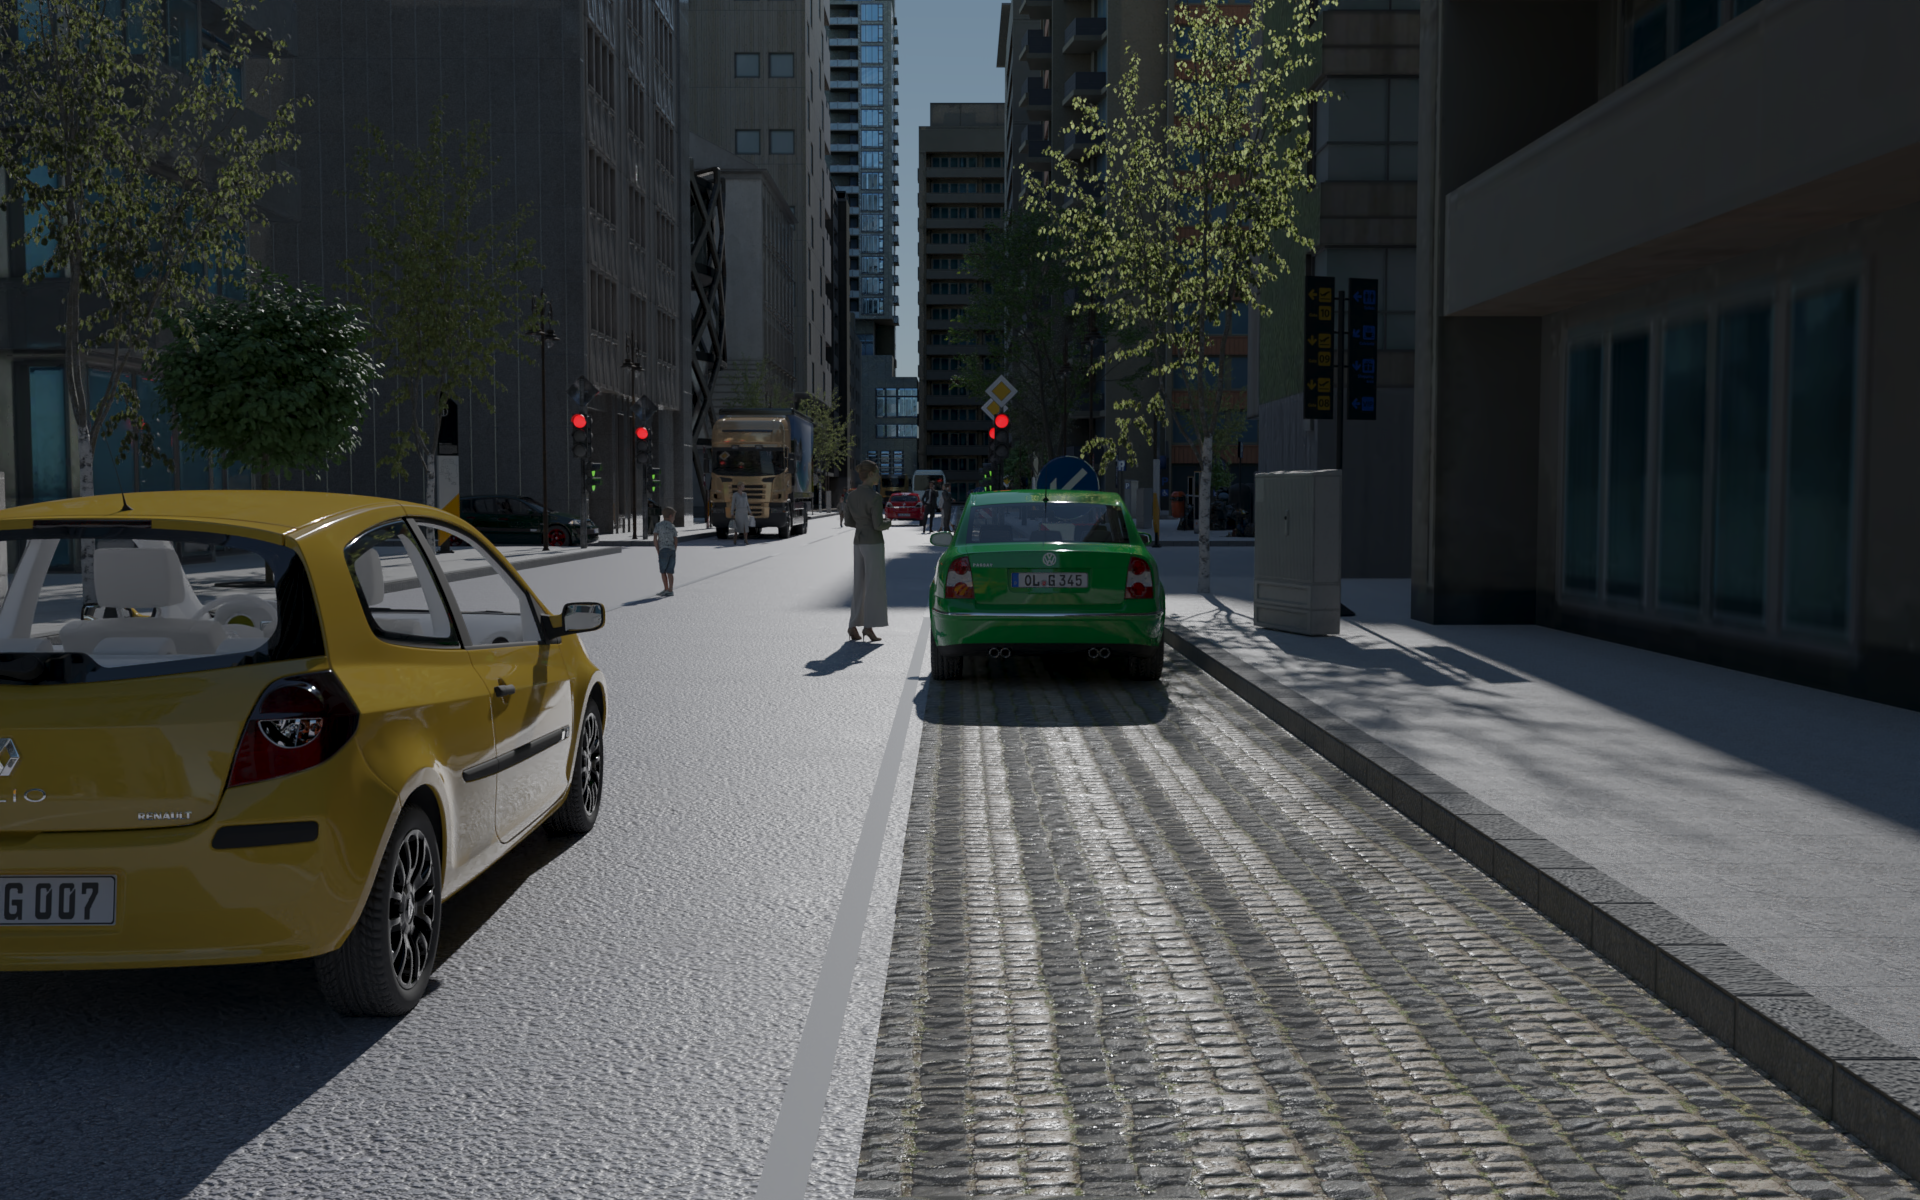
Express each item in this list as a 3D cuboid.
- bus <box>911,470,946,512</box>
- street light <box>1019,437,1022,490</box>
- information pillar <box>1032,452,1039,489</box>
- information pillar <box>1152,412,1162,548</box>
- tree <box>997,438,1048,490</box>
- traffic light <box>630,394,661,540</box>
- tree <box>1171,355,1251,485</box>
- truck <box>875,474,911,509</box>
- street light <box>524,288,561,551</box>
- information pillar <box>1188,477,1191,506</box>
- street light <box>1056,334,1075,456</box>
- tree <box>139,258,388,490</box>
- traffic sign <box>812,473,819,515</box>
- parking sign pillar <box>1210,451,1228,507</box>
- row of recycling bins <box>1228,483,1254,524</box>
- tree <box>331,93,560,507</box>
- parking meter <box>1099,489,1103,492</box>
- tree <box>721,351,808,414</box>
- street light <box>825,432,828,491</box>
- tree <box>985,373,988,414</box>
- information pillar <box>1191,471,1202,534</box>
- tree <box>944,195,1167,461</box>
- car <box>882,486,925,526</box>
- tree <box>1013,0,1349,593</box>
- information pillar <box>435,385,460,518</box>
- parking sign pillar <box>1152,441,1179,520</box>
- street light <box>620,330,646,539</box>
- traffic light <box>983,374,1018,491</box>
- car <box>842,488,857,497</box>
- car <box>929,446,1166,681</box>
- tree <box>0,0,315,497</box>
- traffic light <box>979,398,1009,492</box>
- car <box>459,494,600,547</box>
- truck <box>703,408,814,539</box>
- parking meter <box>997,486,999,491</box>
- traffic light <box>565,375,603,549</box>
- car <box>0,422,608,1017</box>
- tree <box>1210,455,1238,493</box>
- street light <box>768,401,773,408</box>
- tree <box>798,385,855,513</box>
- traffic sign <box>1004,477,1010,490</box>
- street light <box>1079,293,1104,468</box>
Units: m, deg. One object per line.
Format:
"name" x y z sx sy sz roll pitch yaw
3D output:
"bus" -2.512 -8.841 139.411 2.948 3.499 13.247 0 4 -1
"street light" 3.032 -6.982 86.949 0.468 5.910 1.993 0 3 0
"information pillar" 3.728 -5.784 85.930 0.183 3.616 0.504 2 4 35
"information pillar" 4.702 -3.061 41.409 0.183 3.616 0.504 1 4 15
"tree" 3.683 -6.605 91.713 4.285 4.588 4.351 0 3 0
"traffic light" -8.856 -3.657 48.717 0.839 4.253 0.868 0 3 0
"tree" 13.121 -8.567 90.434 4.737 8.622 4.395 0 3 0
"truck" -6.402 -10.596 169.165 3.469 3.379 9.791 0 4 0
"street light" -9.371 -4.051 39.016 0.468 5.910 1.993 0 3 0
"information pillar" 9.852 -4.211 73.338 0.304 2.012 0.304 -3 5 -44
"street light" 3.057 -4.744 50.357 0.468 5.910 1.993 0 3 0
"tree" -9.705 -2.487 24.369 4.285 4.588 4.351 0 3 0
"traffic sign" -8.988 -6.446 105.504 0.768 2.556 0.104 0 4 1
"parking sign pillar" 13.861 -6.458 94.055 1.447 3.967 1.447 -1 4 -11
"row of recycling bins" 11.225 -3.619 66.282 1.069 1.692 3.534 2 4 29
"tree" -9.968 -5.047 32.875 4.737 8.622 4.395 0 3 0
"parking meter" 6.798 -4.675 84.852 0.372 1.533 0.369 0 3 0
"tree" -10.339 -8.531 89.836 4.737 8.622 4.395 0 3 0
"street light" -9.380 -9.155 122.474 0.468 5.910 1.993 0 3 0
"tree" 3.114 -7.128 66.911 4.360 8.622 3.978 0 3 0
"information pillar" 7.767 -3.146 55.936 0.304 2.012 0.304 -2 4 -30
"tree" 3.280 -8.162 59.205 9.928 11.665 9.643 0 3 0
"car" -2.494 -4.278 78.982 2.155 1.783 4.494 0 4 -1
"tree" 3.068 -4.410 22.468 4.360 8.622 3.978 0 3 0
"information pillar" -11.094 -2.820 37.465 0.504 3.616 0.183 -3 5 -43
"parking sign pillar" 10.309 -6.044 87.293 1.447 3.967 1.447 0 4 5
"street light" -9.228 -4.659 48.961 0.468 5.910 1.993 0 3 0
"traffic light" 0.956 -3.170 40.749 0.839 4.253 0.868 0 3 0
"car" -6.298 -6.145 109.137 2.281 1.827 5.304 0 4 -2
"car" 0.694 -0.356 14.618 1.959 1.807 4.718 0 4 1
"tree" -9.539 -4.214 19.263 4.360 8.622 3.978 0 3 0
"traffic light" 0.955 -3.658 48.734 0.839 4.253 0.868 0 3 0
"car" -11.463 -2.135 44.698 4.222 1.686 2.009 0 4 -1
"truck" -6.650 -4.281 58.911 2.839 4.237 11.283 0 4 0
"parking meter" 2.615 -6.623 113.992 0.399 1.863 0.255 0 4 1
"traffic light" -8.855 -3.169 40.732 0.839 4.253 0.868 0 3 0
"car" -2.373 0.249 6.156 2.015 1.641 3.980 0 4 -1
"tree" 12.528 -5.501 84.538 1.663 3.219 1.824 0 3 0
"street light" -9.371 -6.912 85.804 0.468 5.910 1.993 0 3 0
"tree" -9.200 -10.168 116.602 4.360 8.622 3.978 0 3 0
"traffic sign" 2.668 -5.969 98.780 0.795 2.450 0.064 0 4 7
"street light" 3.029 -4.109 39.964 0.468 5.910 1.993 0 3 0
